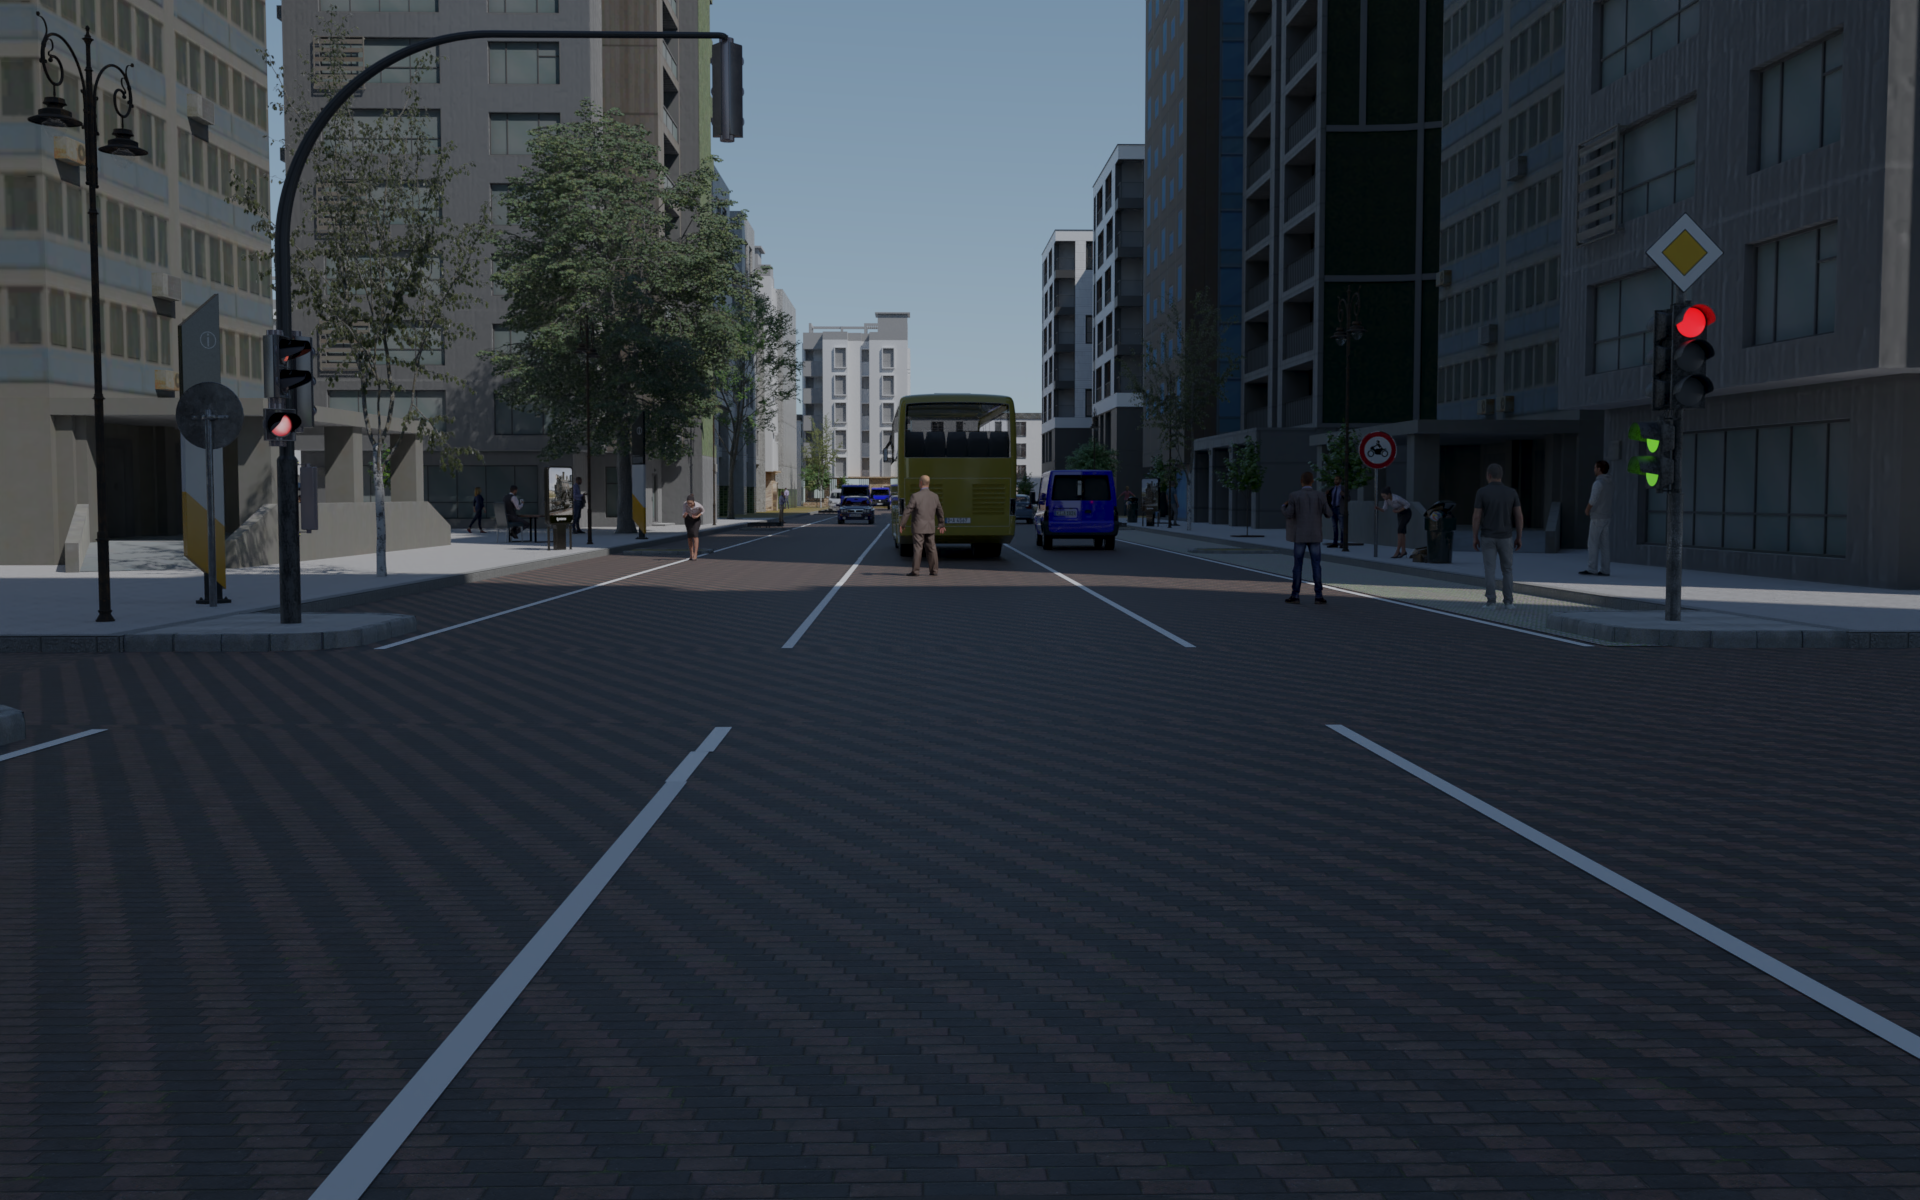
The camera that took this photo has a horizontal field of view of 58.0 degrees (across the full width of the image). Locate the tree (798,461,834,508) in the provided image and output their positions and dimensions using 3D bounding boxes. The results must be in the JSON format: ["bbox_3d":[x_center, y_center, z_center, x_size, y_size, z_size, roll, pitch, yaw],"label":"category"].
[{"bbox_3d":[-13.500,-10.930,162.420,4.285,4.588,4.351,0,3,0],"label":"tree"}]

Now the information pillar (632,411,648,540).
[{"bbox_3d":[-9.073,-3.525,48.988,0.504,3.616,0.183,3,4,37],"label":"information pillar"}]

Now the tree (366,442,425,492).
[{"bbox_3d":[-17.867,-3.666,54.533,1.663,3.219,1.824,0,3,0],"label":"tree"}]

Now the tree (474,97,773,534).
[{"bbox_3d":[-10.898,-9.136,56.035,9.857,13.997,8.962,0,3,0],"label":"tree"}]

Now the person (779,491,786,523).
[{"bbox_3d":[-8.789,-4.593,85.655,0.319,1.574,0.516,-1,4,-20],"label":"person"}]

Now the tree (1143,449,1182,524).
[{"bbox_3d":[8.655,-4.917,75.002,1.663,3.219,1.824,0,3,0],"label":"tree"}]

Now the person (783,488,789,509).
[{"bbox_3d":[-15.019,-8.744,148.881,0.599,1.838,0.709,3,4,38],"label":"person"}]

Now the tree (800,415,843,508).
[{"bbox_3d":[-12.617,-12.630,156.865,4.737,8.622,4.395,0,3,0],"label":"tree"}]

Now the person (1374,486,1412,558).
[{"bbox_3d":[8.662,-1.549,34.564,0.628,1.438,0.799,2,4,27],"label":"person"}]

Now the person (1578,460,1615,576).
[{"bbox_3d":[9.959,-1.277,27.064,0.875,1.805,0.789,-3,5,-39],"label":"person"}]

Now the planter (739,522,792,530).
[{"bbox_3d":[-7.735,-2.942,69.245,1.991,0.319,1.994,0,4,-2],"label":"planter"}]

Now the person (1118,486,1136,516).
[{"bbox_3d":[9.729,-5.748,100.747,1.217,1.743,0.721,1,4,10],"label":"person"}]

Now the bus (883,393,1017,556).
[{"bbox_3d":[-0.383,-3.125,42.649,2.896,3.916,12.252,0,4,-3],"label":"bus"}]

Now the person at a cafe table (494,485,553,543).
[{"bbox_3d":[-11.562,-2.286,45.888,1.698,1.524,1.622,3,4,36],"label":"person at a cafe table"}]

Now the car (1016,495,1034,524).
[{"bbox_3d":[2.684,-4.443,84.643,2.014,1.417,4.499,0,4,-1],"label":"car"}]

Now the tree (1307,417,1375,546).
[{"bbox_3d":[9.469,-2.978,43.296,1.663,3.219,1.824,0,3,0],"label":"tree"}]

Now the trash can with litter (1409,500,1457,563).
[{"bbox_3d":[8.747,-1.275,32.235,0.624,1.170,1.055,-1,4,-21],"label":"trash can with litter"}]

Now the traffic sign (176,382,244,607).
[{"bbox_3d":[-8.505,-1.195,19.650,0.768,2.556,0.104,0,4,-1],"label":"traffic sign"}]

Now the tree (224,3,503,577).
[{"bbox_3d":[-8.953,-4.657,26.509,4.360,8.622,3.978,0,3,0],"label":"tree"}]

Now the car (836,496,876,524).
[{"bbox_3d":[-5.008,-4.347,83.649,1.945,1.354,3.894,0,4,-2],"label":"car"}]

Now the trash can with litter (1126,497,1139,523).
[{"bbox_3d":[7.659,-4.059,77.759,0.624,1.170,1.055,0,4,-6],"label":"trash can with litter"}]

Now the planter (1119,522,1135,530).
[{"bbox_3d":[5.868,-2.937,69.154,1.991,0.319,1.994,0,4,-2],"label":"planter"}]

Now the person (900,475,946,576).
[{"bbox_3d":[-0.676,-1.301,30.319,0.990,1.755,0.434,-2,4,-34],"label":"person"}]

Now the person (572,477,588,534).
[{"bbox_3d":[-12.201,-3.051,55.793,0.599,1.838,0.709,0,4,3],"label":"person"}]

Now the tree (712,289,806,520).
[{"bbox_3d":[-11.392,-9.866,87.070,9.928,11.665,9.643,0,3,0],"label":"tree"}]

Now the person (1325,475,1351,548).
[{"bbox_3d":[8.902,-2.086,40.965,0.431,1.722,0.655,-2,4,-34],"label":"person"}]

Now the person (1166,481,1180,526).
[{"bbox_3d":[8.616,-3.899,69.920,0.434,1.807,0.598,-2,4,-27],"label":"person"}]

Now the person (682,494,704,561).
[{"bbox_3d":[-5.778,-1.562,37.222,0.628,1.438,0.799,-2,4,-34],"label":"person"}]

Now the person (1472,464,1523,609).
[{"bbox_3d":[6.663,-0.786,21.477,0.598,1.807,0.434,1,4,16],"label":"person"}]

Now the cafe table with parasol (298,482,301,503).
[{"bbox_3d":[-32.537,-5.146,89.007,2.610,1.966,2.610,3,5,41],"label":"cafe table with parasol"}]

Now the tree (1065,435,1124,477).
[{"bbox_3d":[7.445,-6.873,96.088,4.285,4.588,4.351,0,3,0],"label":"tree"}]

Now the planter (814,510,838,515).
[{"bbox_3d":[-9.078,-6.034,119.794,1.991,0.319,1.994,0,4,-2],"label":"planter"}]

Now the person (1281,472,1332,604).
[{"bbox_3d":[4.534,-0.817,22.680,0.655,1.722,0.431,0,4,8],"label":"person"}]

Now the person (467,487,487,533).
[{"bbox_3d":[-15.891,-2.958,56.948,0.480,1.512,0.613,3,5,39],"label":"person"}]

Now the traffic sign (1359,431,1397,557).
[{"bbox_3d":[8.449,-2.142,35.123,0.768,2.556,0.104,0,4,0],"label":"traffic sign"}]

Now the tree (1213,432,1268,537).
[{"bbox_3d":[8.673,-3.496,51.753,1.663,3.219,1.824,0,3,0],"label":"tree"}]

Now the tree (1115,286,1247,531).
[{"bbox_3d":[7.852,-6.759,60.873,4.360,8.622,3.978,0,3,0],"label":"tree"}]
